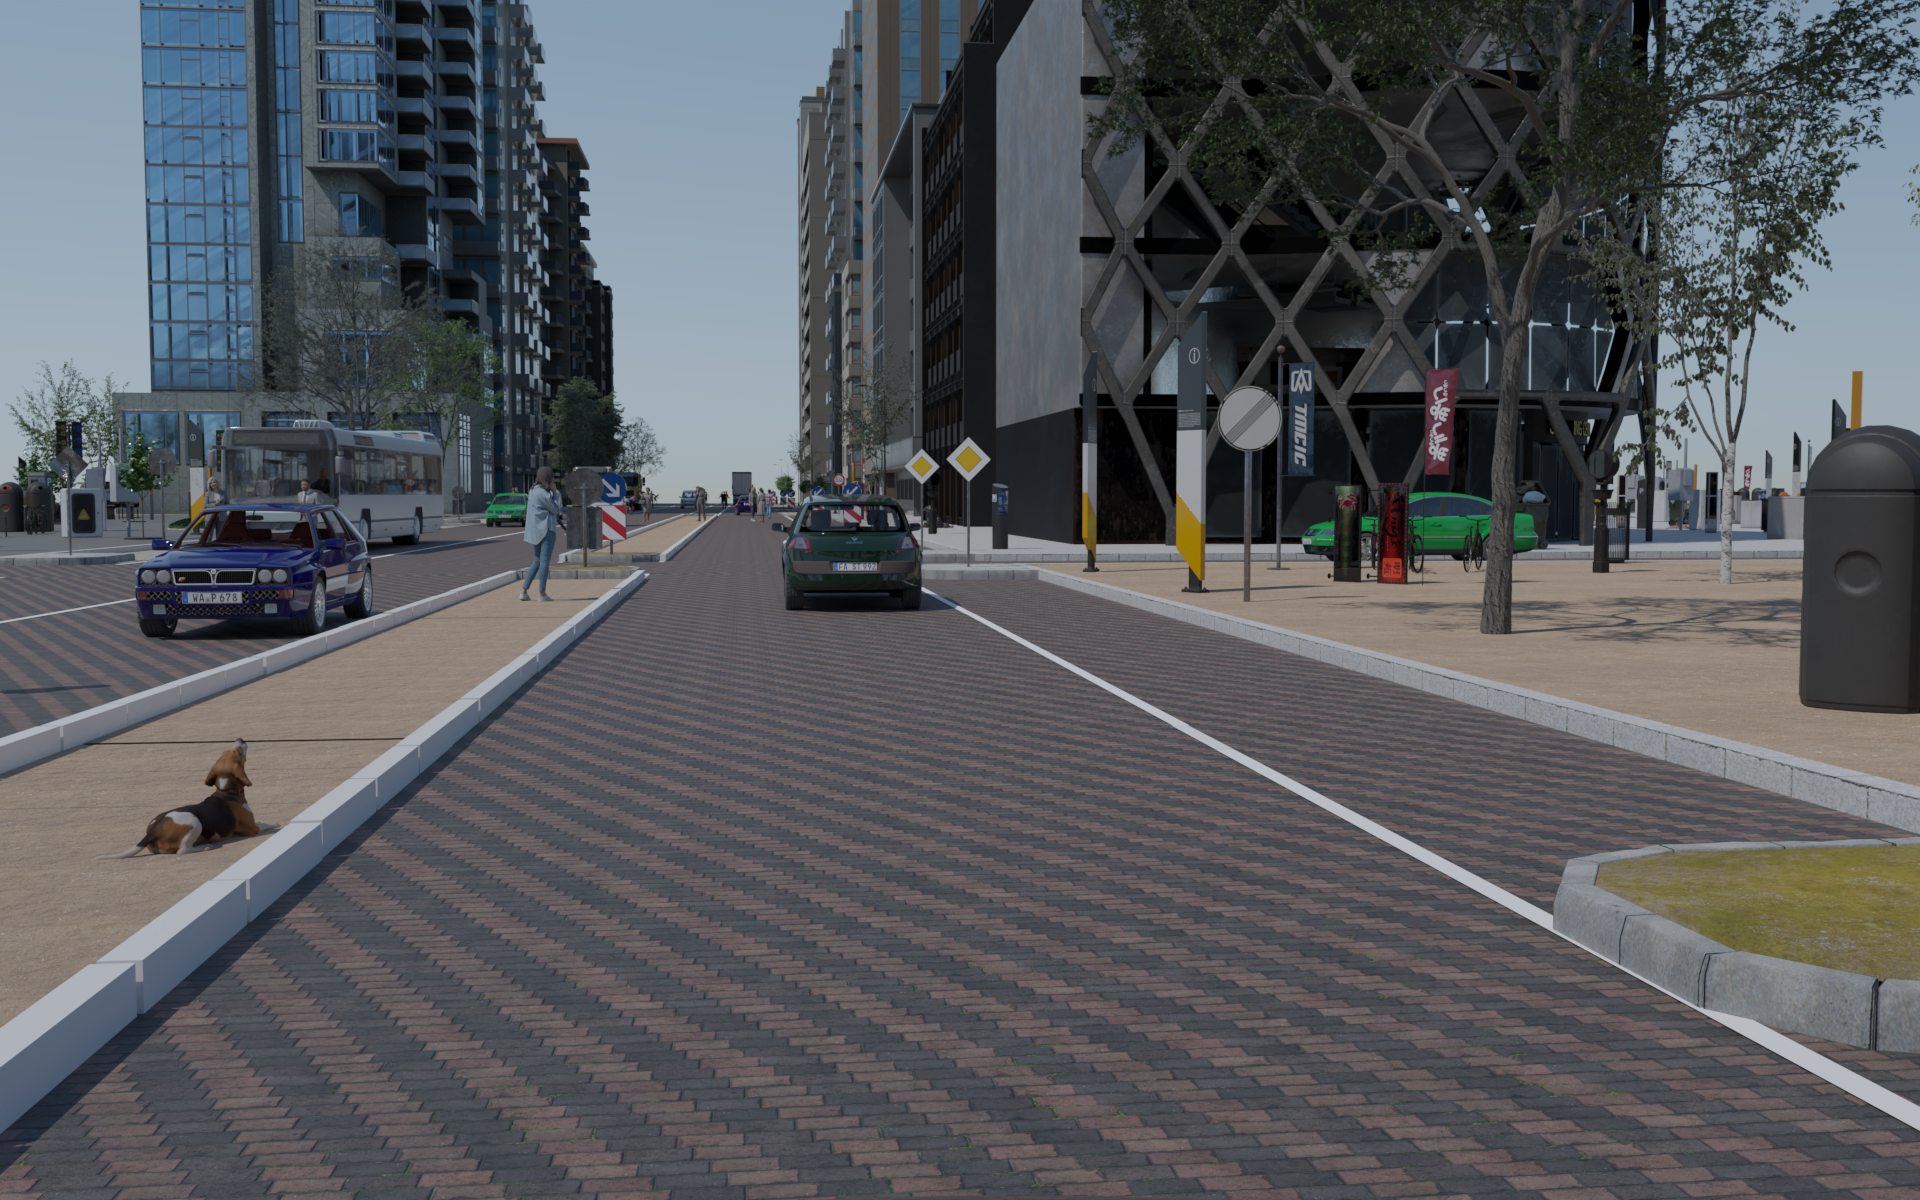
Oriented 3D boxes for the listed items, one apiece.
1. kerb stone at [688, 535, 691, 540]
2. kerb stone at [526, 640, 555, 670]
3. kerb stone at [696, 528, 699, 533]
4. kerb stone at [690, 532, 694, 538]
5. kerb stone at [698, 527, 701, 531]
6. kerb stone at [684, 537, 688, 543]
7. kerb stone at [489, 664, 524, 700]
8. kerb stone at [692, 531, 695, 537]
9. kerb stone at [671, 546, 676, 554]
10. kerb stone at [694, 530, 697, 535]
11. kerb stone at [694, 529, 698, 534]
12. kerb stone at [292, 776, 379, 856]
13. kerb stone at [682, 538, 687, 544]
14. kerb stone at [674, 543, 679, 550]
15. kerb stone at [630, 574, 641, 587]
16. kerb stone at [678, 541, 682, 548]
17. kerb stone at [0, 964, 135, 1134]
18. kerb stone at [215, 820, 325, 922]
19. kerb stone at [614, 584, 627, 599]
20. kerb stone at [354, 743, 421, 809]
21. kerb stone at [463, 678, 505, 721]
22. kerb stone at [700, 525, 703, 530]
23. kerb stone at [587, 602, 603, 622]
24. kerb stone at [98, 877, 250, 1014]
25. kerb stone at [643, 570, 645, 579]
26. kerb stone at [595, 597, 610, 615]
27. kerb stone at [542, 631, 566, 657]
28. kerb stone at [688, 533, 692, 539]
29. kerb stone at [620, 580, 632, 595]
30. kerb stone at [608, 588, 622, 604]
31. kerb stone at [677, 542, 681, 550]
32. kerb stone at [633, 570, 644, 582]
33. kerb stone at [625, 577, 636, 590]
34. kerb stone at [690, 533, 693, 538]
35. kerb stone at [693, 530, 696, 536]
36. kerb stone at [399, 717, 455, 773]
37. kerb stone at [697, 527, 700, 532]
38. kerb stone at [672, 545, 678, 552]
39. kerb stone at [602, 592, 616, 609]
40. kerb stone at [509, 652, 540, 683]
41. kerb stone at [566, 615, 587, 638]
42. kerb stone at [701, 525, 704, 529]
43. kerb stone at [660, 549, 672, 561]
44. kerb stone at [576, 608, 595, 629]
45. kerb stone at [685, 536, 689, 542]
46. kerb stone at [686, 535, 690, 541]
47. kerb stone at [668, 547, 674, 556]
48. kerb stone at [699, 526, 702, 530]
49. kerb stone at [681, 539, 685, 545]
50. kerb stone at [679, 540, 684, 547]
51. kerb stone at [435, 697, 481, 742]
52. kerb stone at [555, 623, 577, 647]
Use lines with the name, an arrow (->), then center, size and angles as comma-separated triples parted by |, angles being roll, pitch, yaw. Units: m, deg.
kerb stone -> -8.162, -1.788, 51.571 | 0.120, 0.150, 1.000 | 0, 4, -7
kerb stone -> -3.517, 0.475, 14.437 | 0.120, 0.150, 1.000 | 0, 4, -7
kerb stone -> -9.173, -2.294, 59.709 | 0.120, 0.150, 1.000 | 0, 4, -7
kerb stone -> -8.547, -1.980, 54.625 | 0.120, 0.150, 1.000 | 0, 4, -7
kerb stone -> -9.559, -2.481, 62.765 | 0.120, 0.150, 1.000 | 0, 4, -7
kerb stone -> -7.781, -1.607, 48.515 | 0.120, 0.150, 1.000 | 0, 4, -7
kerb stone -> -3.269, 0.601, 12.400 | 0.120, 0.150, 1.000 | 0, 4, -7
kerb stone -> -8.665, -2.046, 55.641 | 0.120, 0.150, 1.000 | 0, 4, -7
kerb stone -> -6.761, -1.110, 40.388 | 0.120, 0.150, 1.000 | 0, 4, -7
kerb stone -> -8.919, -2.170, 57.672 | 0.120, 0.150, 1.000 | 0, 4, -7
kerb stone -> -9.049, -2.229, 58.695 | 0.120, 0.150, 1.000 | 0, 4, -7
kerb stone -> -2.631, 0.911, 7.305 | 0.120, 0.150, 1.000 | 0, 4, -7
kerb stone -> -7.646, -1.548, 47.502 | 0.120, 0.150, 1.000 | 0, 4, -7
kerb stone -> -7.029, -1.233, 42.427 | 0.120, 0.150, 1.000 | 0, 4, -7
kerb stone -> -5.044, -0.268, 26.655 | 0.120, 0.150, 1.000 | 0, 4, -7
kerb stone -> -7.269, -1.361, 44.459 | 0.120, 0.150, 1.000 | 0, 4, -7
kerb stone -> -2.255, 1.099, 4.243 | 0.120, 0.150, 1.000 | 0, 4, -7
kerb stone -> -2.496, 0.977, 6.279 | 0.120, 0.150, 1.000 | 0, 4, -7
kerb stone -> -4.662, -0.086, 23.598 | 0.120, 0.150, 1.000 | 0, 4, -7
kerb stone -> -2.759, 0.849, 8.331 | 0.120, 0.150, 1.000 | 0, 4, -7
kerb stone -> -3.140, 0.661, 11.386 | 0.120, 0.150, 1.000 | 0, 4, -7
kerb stone -> -9.941, -2.666, 65.813 | 0.120, 0.150, 1.000 | 0, 4, -7
kerb stone -> -4.156, 0.163, 19.536 | 0.120, 0.150, 1.000 | 0, 4, -7
kerb stone -> -2.371, 1.036, 5.259 | 0.120, 0.150, 1.000 | 0, 4, -7
kerb stone -> -5.309, -0.397, 28.682 | 0.120, 0.150, 1.000 | 0, 4, -7
kerb stone -> -4.284, 0.102, 20.550 | 0.120, 0.150, 1.000 | 0, 4, -7
kerb stone -> -3.649, 0.412, 15.454 | 0.120, 0.150, 1.000 | 0, 4, -7
kerb stone -> -8.293, -1.859, 52.584 | 0.120, 0.150, 1.000 | 0, 4, -7
kerb stone -> -4.792, -0.148, 24.619 | 0.120, 0.150, 1.000 | 0, 4, -7
kerb stone -> -4.541, -0.024, 22.582 | 0.120, 0.150, 1.000 | 0, 4, -7
kerb stone -> -7.145, -1.300, 43.445 | 0.120, 0.150, 1.000 | 0, 4, -7
kerb stone -> -5.175, -0.335, 27.669 | 0.120, 0.150, 1.000 | 0, 4, -7
kerb stone -> -4.919, -0.210, 25.634 | 0.120, 0.150, 1.000 | 0, 4, -7
kerb stone -> -8.414, -1.921, 53.611 | 0.120, 0.150, 1.000 | 0, 4, -7
kerb stone -> -8.792, -2.108, 56.655 | 0.120, 0.150, 1.000 | 0, 4, -7
kerb stone -> -2.885, 0.786, 9.347 | 0.120, 0.150, 1.000 | 0, 4, -7
kerb stone -> -9.440, -2.419, 61.746 | 0.120, 0.150, 1.000 | 0, 4, -7
kerb stone -> -6.894, -1.172, 41.408 | 0.120, 0.150, 1.000 | 0, 4, -7
kerb stone -> -4.409, 0.039, 21.564 | 0.120, 0.150, 1.000 | 0, 4, -7
kerb stone -> -3.399, 0.545, 13.422 | 0.120, 0.150, 1.000 | 0, 4, -7
kerb stone -> -3.901, 0.287, 17.497 | 0.120, 0.150, 1.000 | 0, 4, -7
kerb stone -> -10.065, -2.730, 66.827 | 0.120, 0.150, 1.000 | 0, 4, -7
kerb stone -> -6.505, -0.988, 38.350 | 0.120, 0.150, 1.000 | 0, 4, -7
kerb stone -> -4.035, 0.226, 18.521 | 0.120, 0.150, 1.000 | 0, 4, -7
kerb stone -> -7.908, -1.672, 49.538 | 0.120, 0.150, 1.000 | 0, 4, -7
kerb stone -> -8.038, -1.735, 50.556 | 0.120, 0.150, 1.000 | 0, 4, -7
kerb stone -> -6.637, -1.048, 39.367 | 0.120, 0.150, 1.000 | 0, 4, -7
kerb stone -> -9.683, -2.543, 63.781 | 0.120, 0.150, 1.000 | 0, 4, -7
kerb stone -> -7.526, -1.484, 46.487 | 0.120, 0.150, 1.000 | 0, 4, -7
kerb stone -> -7.394, -1.418, 45.474 | 0.120, 0.150, 1.000 | 0, 4, -7
kerb stone -> -3.018, 0.728, 10.365 | 0.120, 0.150, 1.000 | 0, 4, -7
kerb stone -> -3.780, 0.354, 16.471 | 0.120, 0.150, 1.000 | 0, 4, -7
